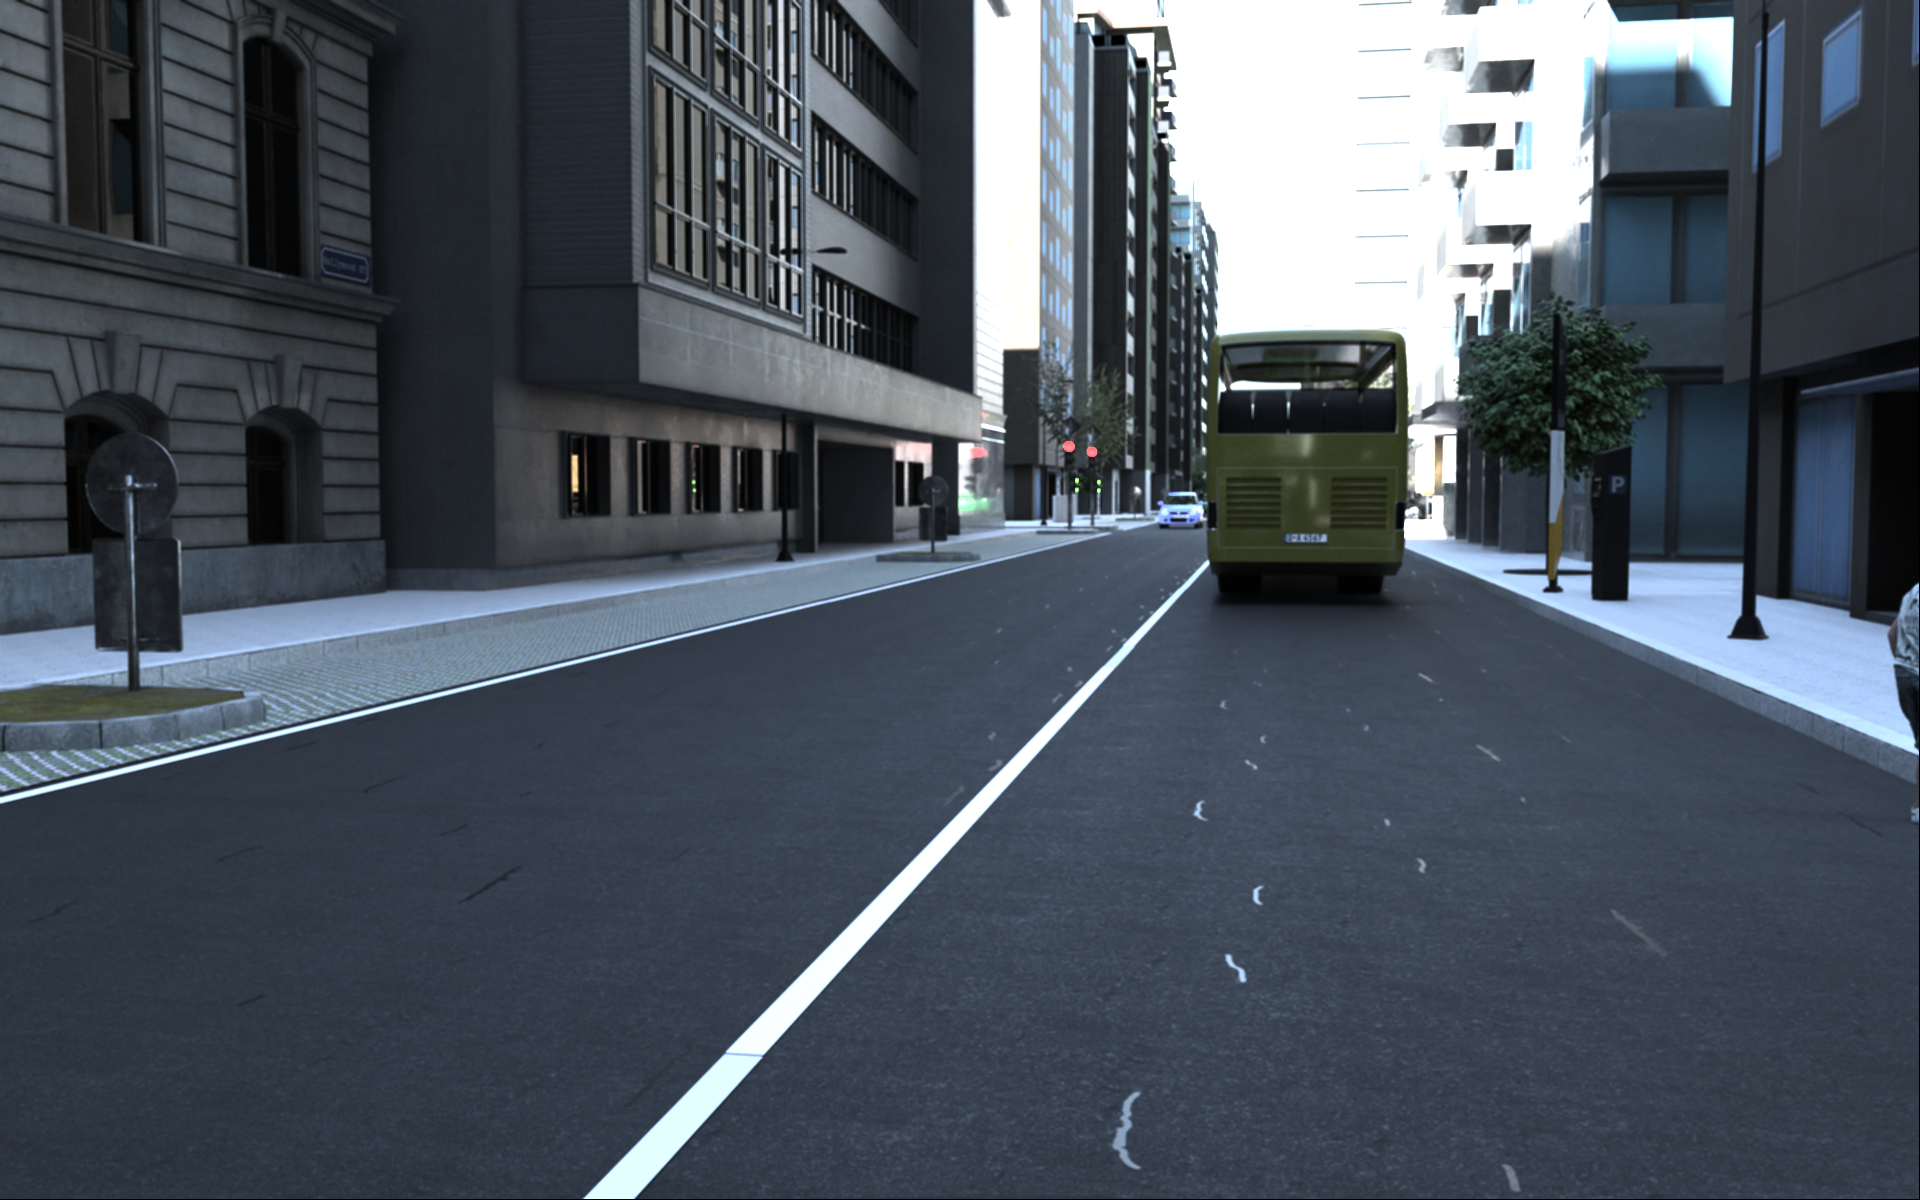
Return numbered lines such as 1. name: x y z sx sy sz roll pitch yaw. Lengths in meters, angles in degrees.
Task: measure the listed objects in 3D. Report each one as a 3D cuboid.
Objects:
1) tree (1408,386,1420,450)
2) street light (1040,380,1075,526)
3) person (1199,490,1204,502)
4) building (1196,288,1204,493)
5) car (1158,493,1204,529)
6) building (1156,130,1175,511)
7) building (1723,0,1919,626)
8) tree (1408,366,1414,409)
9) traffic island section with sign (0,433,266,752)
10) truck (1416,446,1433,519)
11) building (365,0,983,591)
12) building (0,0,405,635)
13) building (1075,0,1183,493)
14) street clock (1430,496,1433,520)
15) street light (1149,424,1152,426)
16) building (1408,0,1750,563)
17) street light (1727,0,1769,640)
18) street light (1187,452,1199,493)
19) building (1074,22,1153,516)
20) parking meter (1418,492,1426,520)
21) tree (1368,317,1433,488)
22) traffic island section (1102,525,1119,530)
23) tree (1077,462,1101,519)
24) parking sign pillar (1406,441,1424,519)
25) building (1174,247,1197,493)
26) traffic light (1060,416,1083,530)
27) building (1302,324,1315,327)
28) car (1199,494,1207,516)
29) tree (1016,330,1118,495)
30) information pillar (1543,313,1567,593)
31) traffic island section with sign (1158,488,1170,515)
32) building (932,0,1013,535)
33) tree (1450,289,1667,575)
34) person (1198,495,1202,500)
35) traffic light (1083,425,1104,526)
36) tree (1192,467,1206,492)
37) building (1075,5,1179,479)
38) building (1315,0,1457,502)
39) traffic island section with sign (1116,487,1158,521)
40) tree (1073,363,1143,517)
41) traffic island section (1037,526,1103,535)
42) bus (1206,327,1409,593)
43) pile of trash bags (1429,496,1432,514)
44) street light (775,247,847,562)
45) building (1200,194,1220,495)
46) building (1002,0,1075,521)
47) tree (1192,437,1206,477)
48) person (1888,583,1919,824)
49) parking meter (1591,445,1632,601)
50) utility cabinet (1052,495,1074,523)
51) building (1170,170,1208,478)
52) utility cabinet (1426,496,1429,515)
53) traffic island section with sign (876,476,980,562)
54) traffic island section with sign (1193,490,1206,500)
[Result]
1. tree: 24.565 -10.419 104.759 7.601 10.594 8.767 2 4 35
2. street light: 3.962 -5.996 70.570 1.470 5.913 1.316 1 4 10
3. person: 24.356 -10.252 175.745 1.348 1.869 0.705 1 4 13
4. building: 25.599 -28.340 235.057 14.160 30.474 14.107 1 4 10
5. car: 9.378 -3.896 73.295 1.945 1.707 3.694 1 4 11
6. building: 8.701 -22.090 132.880 14.160 30.474 14.107 1 4 10
7. building: 15.408 -22.195 12.999 14.600 45.320 14.200 1 4 10
8. tree: 18.547 -7.815 78.130 4.737 8.622 4.395 0 3 0
9. traffic island section with sign: -5.412 -0.116 10.533 1.989 1.847 2.006 1 4 10
10. truck: 21.663 -4.093 62.840 9.791 3.379 3.469 1 4 12
11. building: -8.876 -13.374 37.724 14.314 24.678 30.058 1 4 10
12. building: -15.543 -11.437 6.072 14.460 24.649 34.723 1 4 10
13. building: 13.331 -45.583 183.529 20.563 71.187 20.611 1 4 10
14. street clock: 23.451 -4.978 85.953 0.358 2.002 0.471 3 5 42
15. street light: 12.001 -8.713 114.993 1.470 5.913 1.316 1 4 10
16. building: 23.469 -25.846 42.195 23.786 49.044 30.456 1 4 10
17. street light: 6.488 -2.618 15.349 1.470 5.913 1.316 1 4 10
18. street light: 25.445 -13.279 189.649 1.470 5.913 1.316 1 4 10
19. building: 4.752 -20.730 110.634 14.160 30.474 14.107 1 4 10
20. parking meter: 22.681 -4.852 85.034 0.399 1.863 0.255 0 4 6
21. tree: 17.953 -7.447 72.124 4.360 8.622 3.978 0 3 0
22. traffic island section: 5.346 -2.931 70.206 2.009 0.180 2.903 1 4 10
23. tree: 6.947 -5.870 90.568 1.663 3.219 1.824 0 3 0
24. parking sign pillar: 22.955 -6.103 88.253 1.447 3.967 1.447 1 4 22
25. building: 19.660 -26.272 201.246 14.160 30.474 14.107 1 4 10
26. traffic light: 3.967 -4.482 62.205 0.839 4.253 0.868 1 4 10
27. building: 64.281 -31.754 290.874 14.160 30.474 14.107 1 4 10
28. car: 16.235 -6.233 110.712 1.959 1.807 4.718 1 4 10
29. tree: 4.700 -7.811 78.066 4.360 8.622 3.978 0 3 0
30. information pillar: 7.821 -1.916 22.678 0.183 3.616 0.504 2 4 30
31. traffic island section with sign: 14.195 -6.766 119.255 1.989 1.847 2.006 1 4 10
32. building: -7.956 -12.867 59.533 18.267 20.994 9.793 1 4 10
33. tree: 9.654 -2.709 28.009 4.285 4.588 4.351 0 3 0
34. person: 23.727 -10.049 173.360 0.990 1.755 0.434 0 4 0
35. traffic light: 5.384 -4.963 70.064 0.839 4.253 0.868 1 4 10
36. tree: 28.438 -13.852 210.197 4.285 4.588 4.351 0 3 0
37. building: 8.546 -30.908 159.973 22.147 44.769 28.867 1 4 10
38. building: 51.756 -40.227 199.705 21.231 58.520 28.212 1 4 10
39. traffic island section with sign: 9.410 -5.144 92.726 1.989 1.847 2.006 1 4 10
40. tree: 8.050 -9.069 98.636 4.737 8.622 4.395 0 3 0
41. traffic island section: 3.929 -2.451 62.347 2.009 0.180 2.903 1 4 10
42. bus: 5.452 -2.228 27.981 2.896 3.916 12.252 1 4 10
43. pile of trash bags: 28.082 -5.877 105.835 3.447 1.369 1.912 2 4 32
44. street light: -2.810 -3.684 32.767 1.470 5.913 1.316 1 4 10
45. building: 31.126 -40.311 282.789 21.300 48.544 21.600 1 4 10
46. building: -1.805 -26.837 88.891 14.600 45.320 14.200 1 4 10
47. tree: 29.992 -16.357 217.797 4.360 8.622 3.978 0 3 0
48. person: 4.254 0.343 7.572 0.352 1.250 0.332 2 4 26
49. parking meter: 7.839 -0.927 20.875 0.399 1.863 0.255 0 4 -8
50. utility cabinet: 4.593 -4.026 76.990 1.020 1.237 0.306 -3 4 -36
51. building: 25.135 -38.995 257.171 23.786 49.044 30.456 1 4 10
52. utility cabinet: 24.157 -5.023 90.812 0.318 1.500 1.173 3 5 43
53. traffic island section with sign: -0.618 -1.742 37.105 1.989 1.847 2.006 1 4 10
54. traffic island section with sign: 23.017 -9.757 168.147 1.989 1.847 2.006 1 4 10
